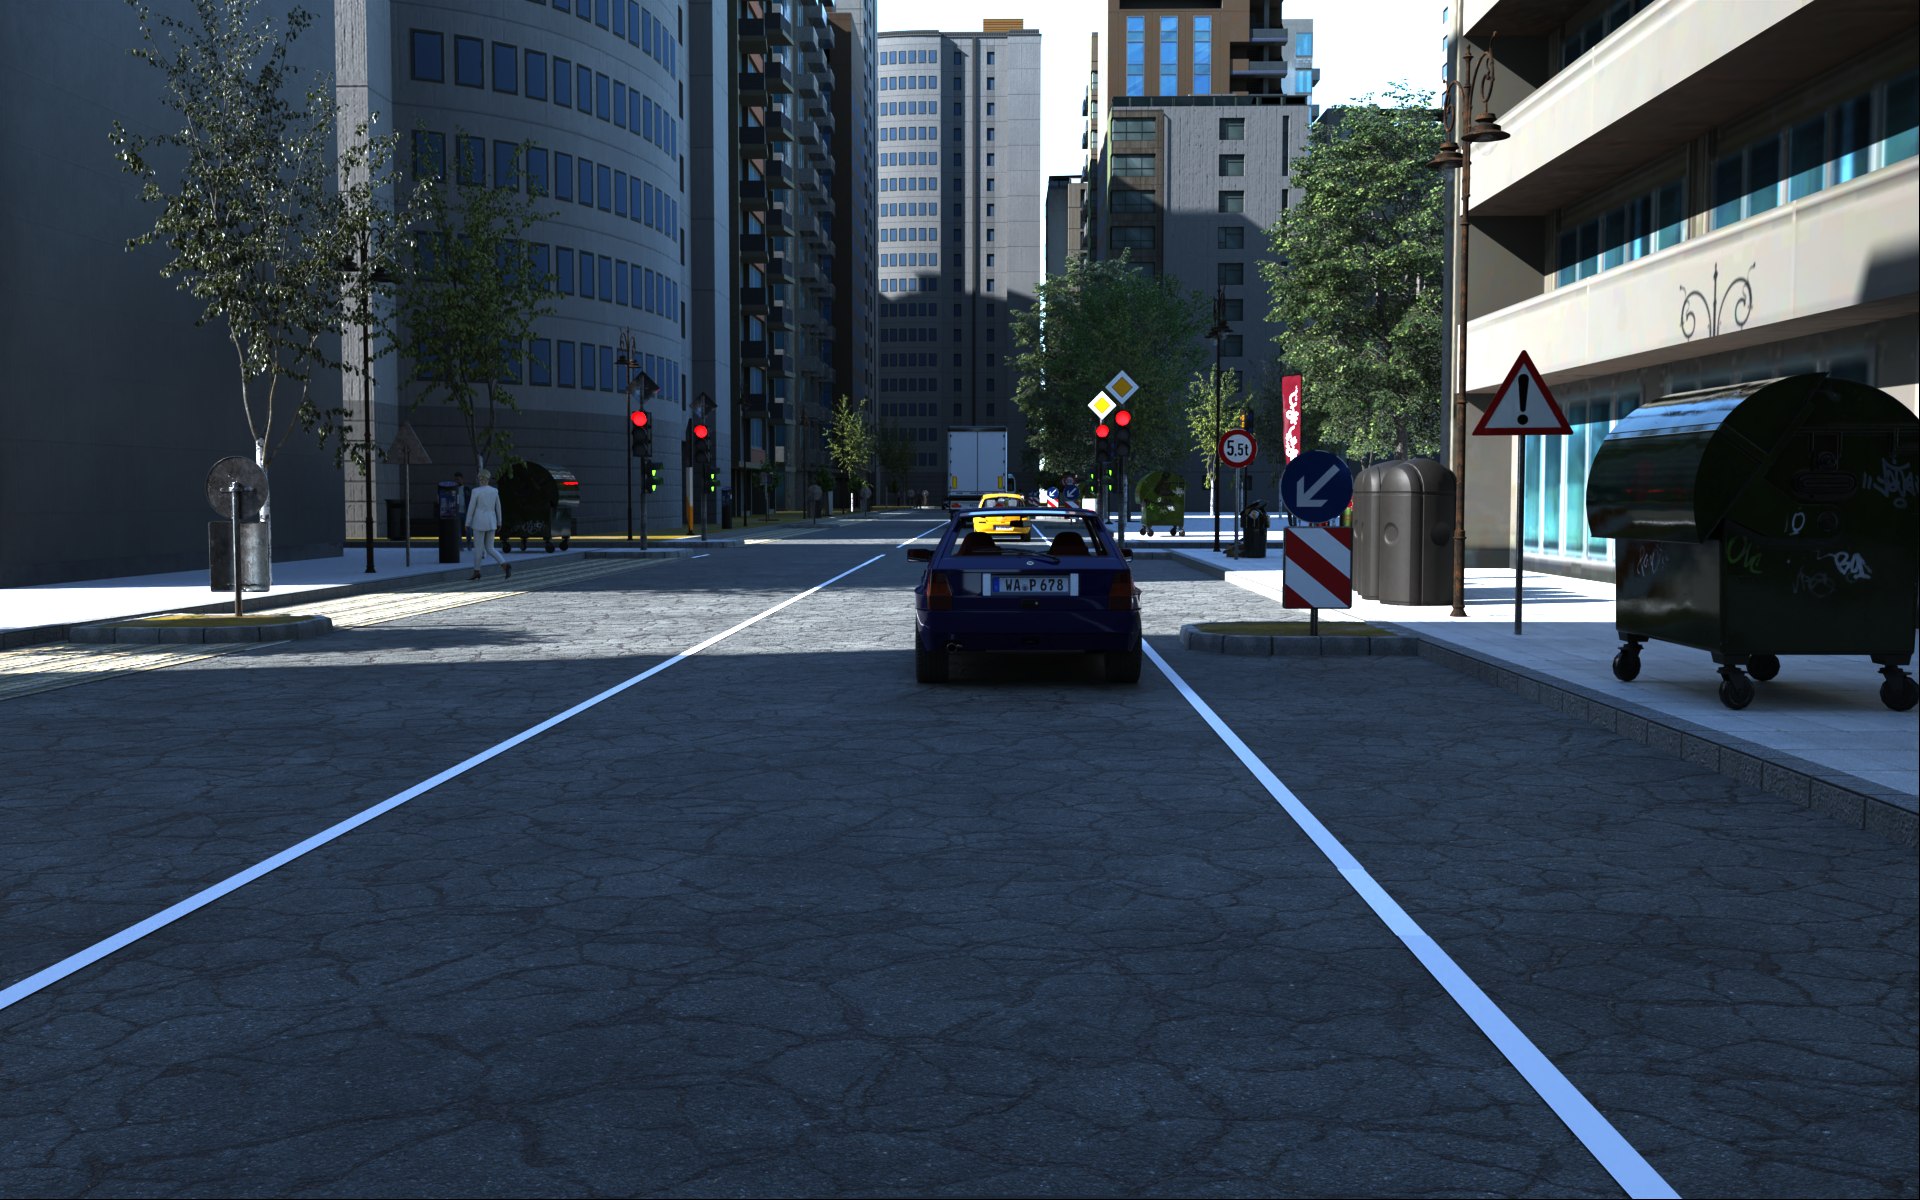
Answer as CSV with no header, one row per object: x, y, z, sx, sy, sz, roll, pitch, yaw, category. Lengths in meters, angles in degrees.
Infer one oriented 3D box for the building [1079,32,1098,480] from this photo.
18.520,-28.967,157.210,14.154,41.232,14.086,0,4,1,building

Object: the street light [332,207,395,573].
-9.618,-3.382,28.076,0.468,5.910,1.993,0,4,1,street light

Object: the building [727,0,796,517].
-21.823,-27.453,103.483,22.147,44.769,28.867,0,4,1,building

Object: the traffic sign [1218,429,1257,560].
5.414,-2.064,33.858,0.768,2.556,0.104,0,4,3,traffic sign

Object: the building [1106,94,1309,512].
17.838,-21.861,129.128,14.160,30.474,14.107,0,4,1,building

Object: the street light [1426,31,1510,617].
5.221,-2.763,17.965,0.468,5.910,1.993,0,4,1,street light

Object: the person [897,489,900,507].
-6.283,-10.543,178.402,0.705,1.826,1.348,0,4,-4,person

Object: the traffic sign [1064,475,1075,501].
7.438,-7.191,117.682,0.768,2.556,0.104,0,4,6,traffic sign

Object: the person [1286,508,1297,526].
11.784,-3.395,61.729,0.661,1.801,0.590,3,4,36,person

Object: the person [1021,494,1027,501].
4.632,-7.266,130.490,0.628,1.438,0.799,2,4,23,person

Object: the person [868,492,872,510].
-7.196,-7.982,138.025,0.415,1.643,0.593,2,4,24,person

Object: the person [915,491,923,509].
-4.018,-9.853,170.150,0.990,1.755,0.434,-1,4,-21,person

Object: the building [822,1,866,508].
-16.226,-31.175,159.827,14.600,45.320,14.200,0,4,1,building

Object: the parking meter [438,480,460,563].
-9.506,-1.455,32.205,0.372,1.533,0.369,0,3,0,parking meter

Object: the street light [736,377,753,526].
-8.544,-5.870,68.755,0.468,5.910,1.993,0,4,1,street light

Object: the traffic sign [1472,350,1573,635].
5.096,-0.963,15.742,0.884,2.594,0.081,1,4,8,traffic sign

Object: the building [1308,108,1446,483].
44.923,-30.765,186.603,14.086,41.232,14.154,0,4,1,building

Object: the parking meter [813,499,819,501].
-7.995,-5.363,96.096,0.372,1.533,0.369,0,3,0,parking meter

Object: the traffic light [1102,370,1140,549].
3.643,-3.077,39.233,0.839,4.253,0.868,0,4,1,traffic light

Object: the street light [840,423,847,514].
-7.452,-8.423,110.502,0.468,5.910,1.993,0,4,1,street light

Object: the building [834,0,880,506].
-19.602,-45.639,184.446,20.611,71.187,20.563,0,4,1,building

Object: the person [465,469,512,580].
-7.797,-1.236,28.587,0.818,1.842,0.514,1,4,22,person

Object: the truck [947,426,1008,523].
0.795,-5.395,77.123,2.839,4.237,11.283,0,4,1,truck

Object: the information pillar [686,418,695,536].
-8.383,-3.810,53.652,0.183,3.616,0.504,-1,4,-23,information pillar

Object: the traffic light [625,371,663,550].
-7.215,-3.093,39.489,0.839,4.253,0.868,0,4,1,traffic light

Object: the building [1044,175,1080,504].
17.636,-32.514,215.191,14.086,41.232,14.154,0,4,1,building

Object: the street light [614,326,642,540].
-9.133,-4.586,47.768,0.468,5.910,1.993,0,4,1,street light

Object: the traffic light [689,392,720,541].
-7.015,-3.581,47.472,0.839,4.253,0.868,0,4,1,traffic light

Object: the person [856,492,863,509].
-8.478,-8.742,149.657,1.217,1.739,0.721,2,4,31,person

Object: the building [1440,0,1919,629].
18.857,-24.144,18.452,21.300,48.544,21.600,0,4,1,building

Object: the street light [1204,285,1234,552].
5.724,-4.014,38.413,0.468,5.910,1.993,0,4,1,street light

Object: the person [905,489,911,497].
-5.665,-11.650,196.501,1.348,1.826,0.705,-3,5,-40,person

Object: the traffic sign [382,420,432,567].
-9.747,-1.867,30.524,0.884,2.594,0.081,0,4,2,traffic sign

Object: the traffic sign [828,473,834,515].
-7.952,-6.391,104.595,0.768,2.556,0.104,0,4,8,traffic sign

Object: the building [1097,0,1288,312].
18.602,-30.138,142.867,14.600,45.320,14.200,0,4,1,building

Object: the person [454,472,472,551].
-11.197,-1.989,38.910,0.623,1.781,0.721,-2,4,-30,person

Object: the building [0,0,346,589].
-24.675,-14.447,29.709,24.014,27.812,14.314,0,4,1,building

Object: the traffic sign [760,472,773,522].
-8.835,-4.702,79.010,0.606,2.300,0.079,0,4,7,traffic sign

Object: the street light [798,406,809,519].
-8.036,-7.129,89.345,0.468,5.910,1.993,0,4,1,street light

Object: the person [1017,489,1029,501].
4.675,-7.659,133.726,1.348,1.824,0.705,2,4,31,person

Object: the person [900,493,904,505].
-6.719,-11.622,199.286,0.599,1.433,0.991,2,4,34,person

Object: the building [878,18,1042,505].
-4.068,-41.408,219.024,28.212,58.520,21.231,0,4,1,building

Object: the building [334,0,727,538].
-21.194,-31.862,62.949,21.231,58.520,28.212,0,4,1,building

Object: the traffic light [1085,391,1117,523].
3.844,-3.565,47.216,0.839,4.253,0.868,0,4,1,traffic light

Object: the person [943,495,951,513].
-0.656,-7.509,131.401,1.348,1.807,0.705,-2,4,-23,person

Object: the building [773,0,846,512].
-21.779,-31.679,137.559,23.786,49.044,30.456,0,4,1,building

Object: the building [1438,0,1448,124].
66.855,-39.190,182.757,28.212,58.520,21.231,0,4,1,building

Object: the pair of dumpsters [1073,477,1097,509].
7.333,-6.060,101.576,1.574,2.255,4.437,0,4,2,pair of dumpsters

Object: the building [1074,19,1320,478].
24.032,-34.225,179.190,23.786,49.044,30.456,0,4,1,building

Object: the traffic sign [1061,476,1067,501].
7.425,-7.406,121.193,0.768,2.556,0.104,1,4,10,traffic sign

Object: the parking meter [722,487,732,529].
-8.594,-3.389,63.824,0.372,1.533,0.369,0,3,0,parking meter
